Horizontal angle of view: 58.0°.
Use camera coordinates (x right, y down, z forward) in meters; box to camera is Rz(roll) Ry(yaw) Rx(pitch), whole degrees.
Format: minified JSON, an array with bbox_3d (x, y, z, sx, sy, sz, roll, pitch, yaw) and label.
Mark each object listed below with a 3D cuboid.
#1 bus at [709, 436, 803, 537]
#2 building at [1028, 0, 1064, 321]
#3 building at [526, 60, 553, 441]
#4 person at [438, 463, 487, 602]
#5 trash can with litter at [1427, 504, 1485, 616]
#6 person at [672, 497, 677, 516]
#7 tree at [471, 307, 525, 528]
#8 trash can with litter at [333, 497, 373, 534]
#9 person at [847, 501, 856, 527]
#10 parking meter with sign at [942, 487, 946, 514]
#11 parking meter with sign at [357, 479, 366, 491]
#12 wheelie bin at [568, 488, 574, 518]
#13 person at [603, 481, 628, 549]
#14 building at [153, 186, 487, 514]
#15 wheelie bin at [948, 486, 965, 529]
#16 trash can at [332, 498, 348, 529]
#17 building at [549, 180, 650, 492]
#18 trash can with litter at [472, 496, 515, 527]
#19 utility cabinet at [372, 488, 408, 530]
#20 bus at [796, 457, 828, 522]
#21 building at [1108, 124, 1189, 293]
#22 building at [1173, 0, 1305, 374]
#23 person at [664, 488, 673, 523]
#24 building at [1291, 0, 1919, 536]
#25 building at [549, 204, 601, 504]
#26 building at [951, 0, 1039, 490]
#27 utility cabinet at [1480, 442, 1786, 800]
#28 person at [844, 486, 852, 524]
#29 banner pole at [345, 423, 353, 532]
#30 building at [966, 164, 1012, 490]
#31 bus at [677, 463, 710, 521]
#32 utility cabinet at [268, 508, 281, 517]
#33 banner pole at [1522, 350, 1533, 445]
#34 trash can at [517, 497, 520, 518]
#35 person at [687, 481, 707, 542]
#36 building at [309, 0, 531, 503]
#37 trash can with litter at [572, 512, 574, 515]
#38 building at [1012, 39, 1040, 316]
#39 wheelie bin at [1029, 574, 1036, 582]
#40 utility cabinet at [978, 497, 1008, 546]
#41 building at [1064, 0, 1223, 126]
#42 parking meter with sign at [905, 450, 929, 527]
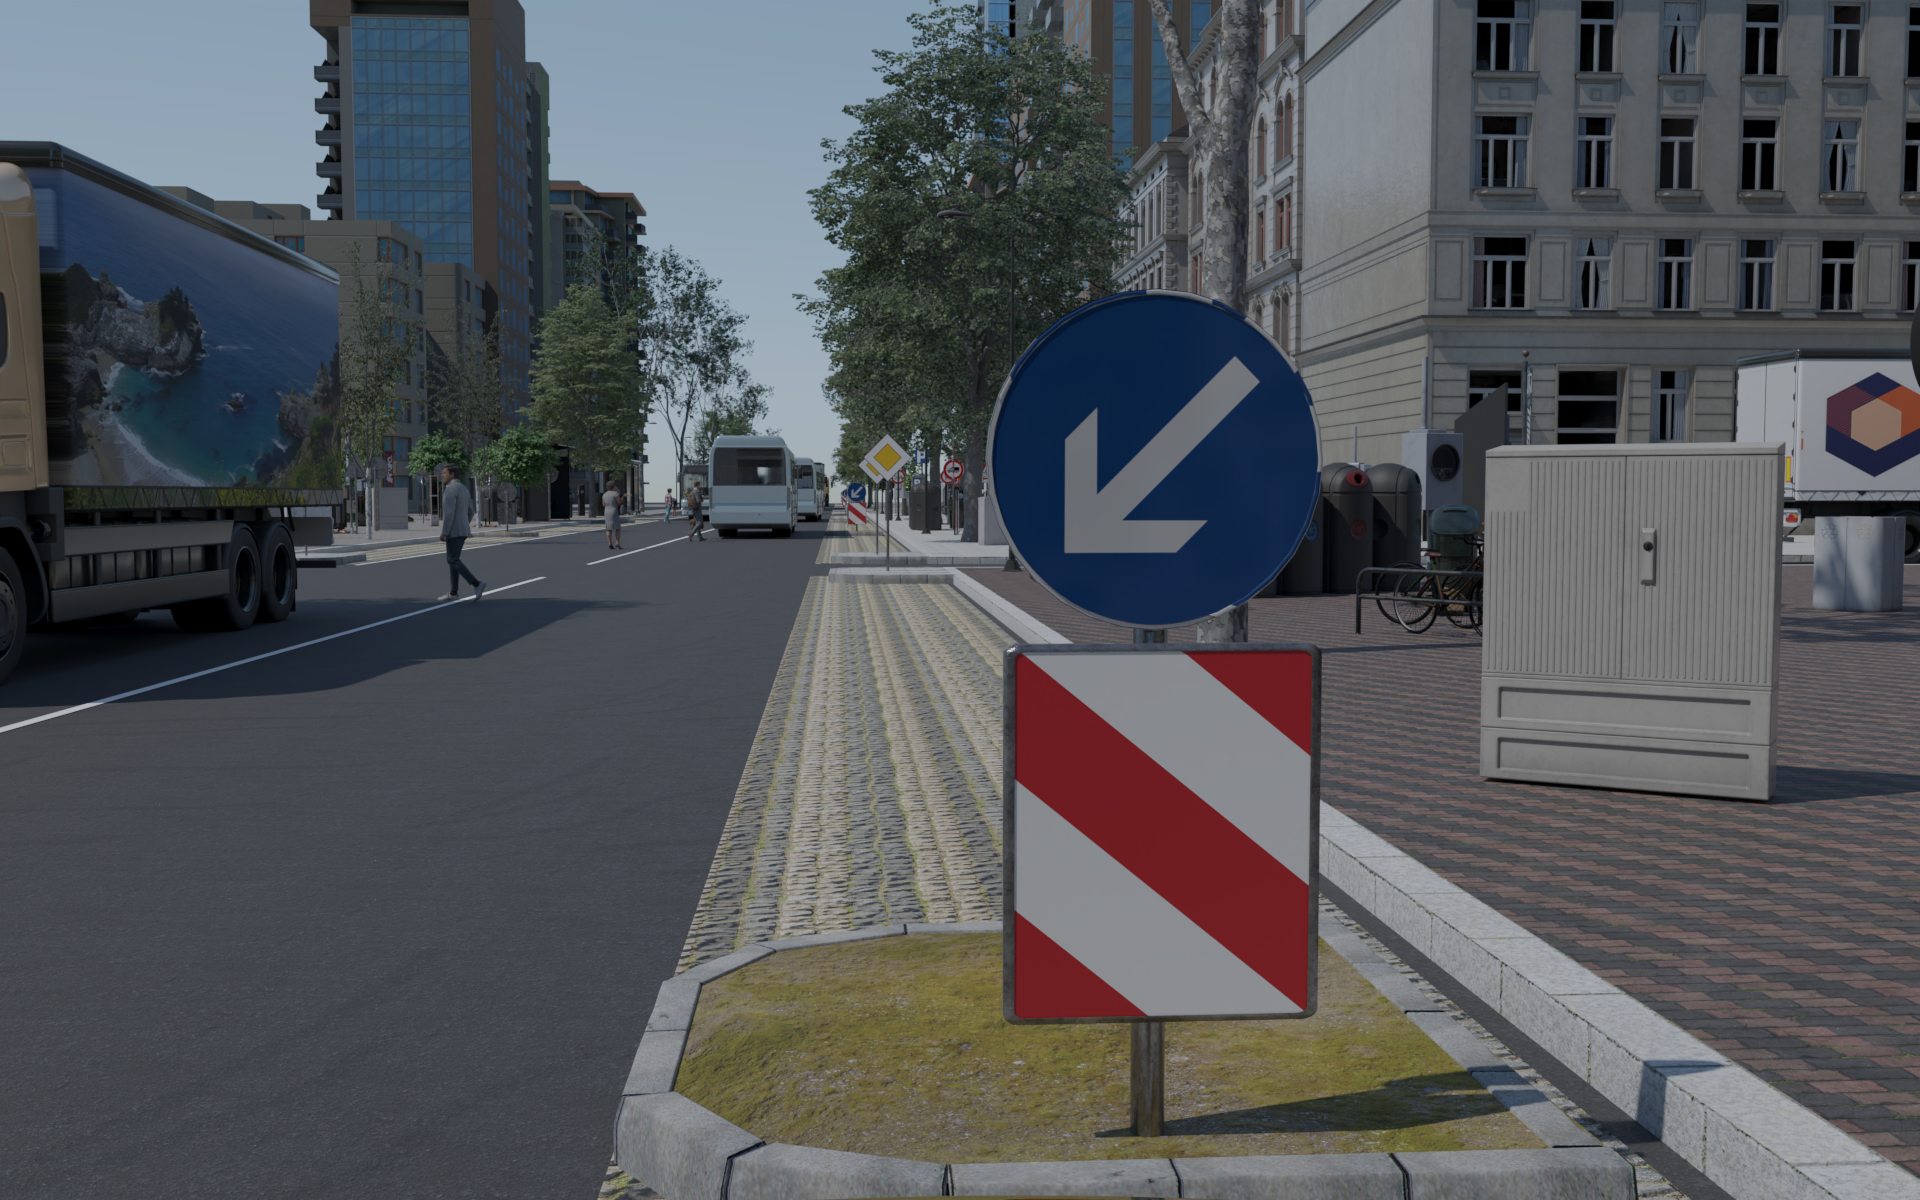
[{"bbox_3d":[-7.122,-4.057,61.188,2.948,3.499,13.247,0,4,-4],"label":"bus"},{"bbox_3d":[17.611,-32.168,145.550,23.786,49.044,30.456,0,4,-4],"label":"building"},{"bbox_3d":[-45.616,-29.061,158.743,14.154,41.232,14.086,0,4,-4],"label":"building"},{"bbox_3d":[-6.659,-0.905,23.147,0.795,1.843,0.661,1,4,11],"label":"person"},{"bbox_3d":[5.342,-0.440,18.584,0.624,1.170,1.055,1,4,18],"label":"trash can with litter"},{"bbox_3d":[-18.698,-6.157,112.348,0.628,1.438,0.799,1,4,8],"label":"person"},{"bbox_3d":[-18.078,-6.973,64.365,4.360,8.622,3.978,0,3,0],"label":"tree"},{"bbox_3d":[-20.189,-2.787,56.624,1.678,1.210,2.233,-2,4,-25],"label":"trash can with litter"},{"bbox_3d":[-4.608,-3.754,74.127,0.590,1.304,0.306,3,5,44],"label":"person"},{"bbox_3d":[-0.725,-6.892,108.948,1.738,3.016,0.543,-2,4,-26],"label":"parking meter with sign"},{"bbox_3d":[-29.227,-5.411,84.734,0.543,3.016,1.738,-3,5,-42],"label":"parking meter with sign"},{"bbox_3d":[-21.200,-5.220,93.253,0.980,1.594,0.693,-3,5,-40],"label":"wheelie bin"},{"bbox_3d":[-8.906,-2.211,45.004,0.716,1.782,0.532,2,4,26],"label":"person"},{"bbox_3d":[-50.667,-17.015,123.231,27.650,21.520,28.899,0,4,-4],"label":"building"},{"bbox_3d":[-0.078,-3.462,64.508,0.693,1.594,0.980,-1,4,-21],"label":"wheelie bin"},{"bbox_3d":[-22.679,-3.149,63.143,0.748,1.137,0.748,0,3,0],"label":"trash can"},{"bbox_3d":[-55.922,-36.047,243.986,22.147,44.769,28.867,0,4,-4],"label":"building"},{"bbox_3d":[-18.393,-3.445,67.386,1.678,1.210,2.233,-2,4,-31],"label":"trash can with litter"},{"bbox_3d":[-20.234,-3.229,61.479,1.173,1.500,0.318,-2,4,-30],"label":"utility cabinet"},{"bbox_3d":[-8.799,-6.031,93.467,2.948,3.499,13.247,0,4,-3],"label":"bus"},{"bbox_3d":[15.300,-16.787,103.339,11.050,23.489,19.941,0,4,-4],"label":"building"},{"bbox_3d":[19.013,-17.999,81.681,14.401,28.519,23.554,0,4,-4],"label":"building"},{"bbox_3d":[-14.418,-4.659,85.514,0.643,1.720,0.563,-3,4,-36],"label":"person"},{"bbox_3d":[27.850,-13.888,60.360,30.059,22.955,16.112,0,4,-4],"label":"building"},{"bbox_3d":[-58.842,-32.141,217.391,32.217,40.220,23.993,0,4,-4],"label":"building"},{"bbox_3d":[10.290,-57.631,254.939,22.319,86.520,31.000,0,4,-4],"label":"building"},{"bbox_3d":[2.892,0.072,7.500,1.173,1.500,0.318,2,4,30],"label":"utility cabinet"},{"bbox_3d":[-5.265,-4.526,82.603,0.391,1.810,0.635,-2,4,-24],"label":"person"},{"bbox_3d":[-20.945,-4.240,59.343,0.401,3.779,0.863,-2,4,-34],"label":"banner pole"},{"bbox_3d":[12.196,-34.971,226.395,22.147,44.769,28.867,0,4,-4],"label":"building"},{"bbox_3d":[-13.342,-6.127,95.043,2.948,3.499,13.247,0,4,-2],"label":"bus"},{"bbox_3d":[-17.616,-2.159,43.975,1.173,1.500,0.318,-2,4,-30],"label":"utility cabinet"},{"bbox_3d":[9.773,-2.439,29.889,0.401,3.779,0.863,0,4,8],"label":"banner pole"},{"bbox_3d":[-23.478,-4.984,93.138,0.748,1.137,0.748,0,3,0],"label":"trash can"},{"bbox_3d":[-7.982,-2.683,52.333,0.822,1.834,0.622,-3,5,-44],"label":"person"},{"bbox_3d":[-44.282,-30.242,144.560,14.600,45.320,14.200,0,4,-4],"label":"building"},{"bbox_3d":[-23.353,-5.562,102.332,1.055,1.170,0.624,0,4,4],"label":"trash can with litter"},{"bbox_3d":[12.625,-31.656,167.694,14.600,45.320,14.200,0,4,-4],"label":"building"},{"bbox_3d":[1.392,-1.059,25.216,0.693,1.594,0.980,-1,4,-20],"label":"wheelie bin"},{"bbox_3d":[0.941,-1.972,43.397,1.020,1.237,0.306,-3,4,-36],"label":"utility cabinet"},{"bbox_3d":[15.097,-28.932,123.148,14.600,45.320,14.200,0,4,-4],"label":"building"},{"bbox_3d":[-1.624,-4.335,67.139,0.543,3.016,1.738,1,4,9],"label":"parking meter with sign"}]
